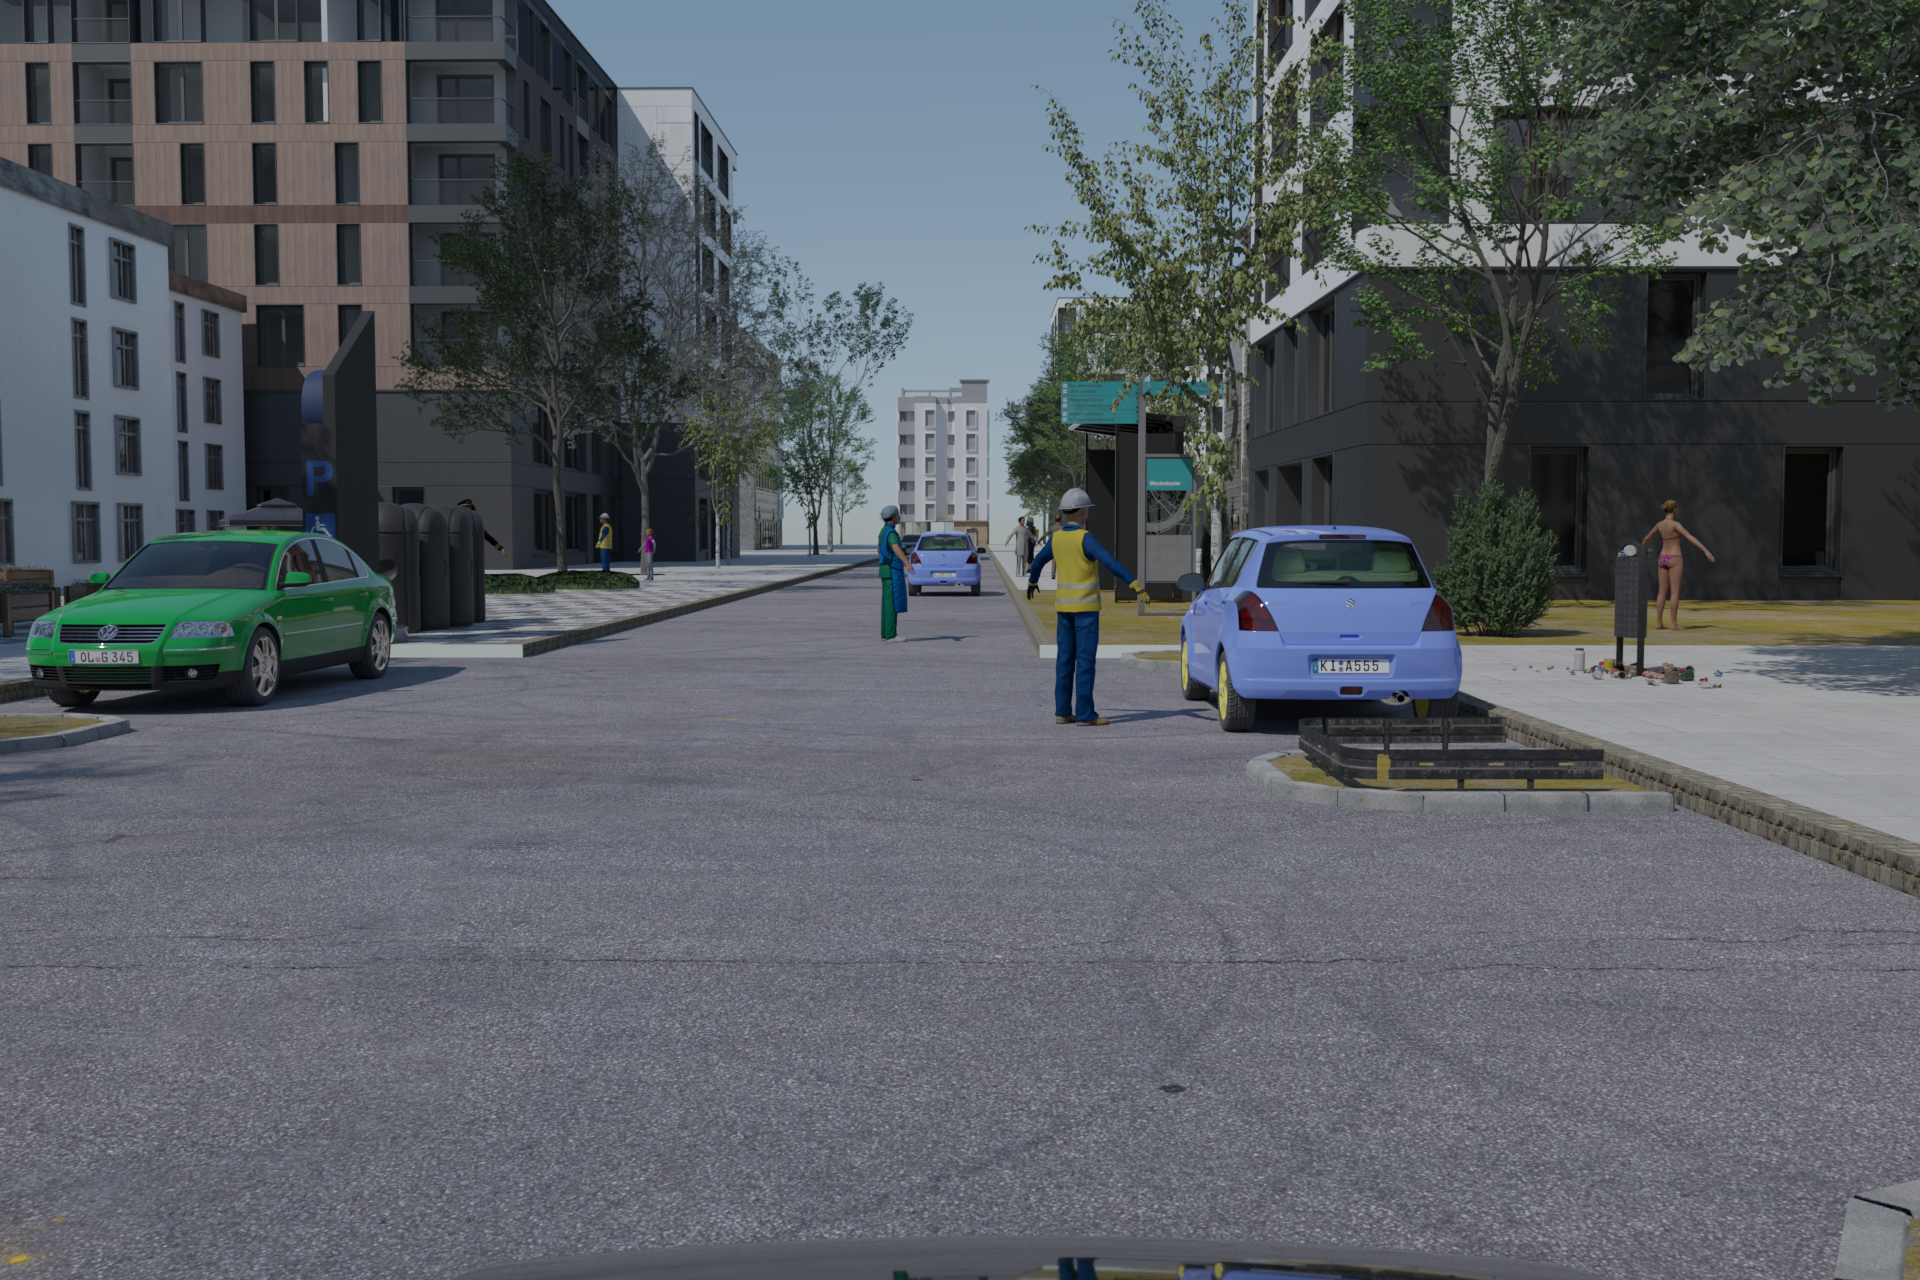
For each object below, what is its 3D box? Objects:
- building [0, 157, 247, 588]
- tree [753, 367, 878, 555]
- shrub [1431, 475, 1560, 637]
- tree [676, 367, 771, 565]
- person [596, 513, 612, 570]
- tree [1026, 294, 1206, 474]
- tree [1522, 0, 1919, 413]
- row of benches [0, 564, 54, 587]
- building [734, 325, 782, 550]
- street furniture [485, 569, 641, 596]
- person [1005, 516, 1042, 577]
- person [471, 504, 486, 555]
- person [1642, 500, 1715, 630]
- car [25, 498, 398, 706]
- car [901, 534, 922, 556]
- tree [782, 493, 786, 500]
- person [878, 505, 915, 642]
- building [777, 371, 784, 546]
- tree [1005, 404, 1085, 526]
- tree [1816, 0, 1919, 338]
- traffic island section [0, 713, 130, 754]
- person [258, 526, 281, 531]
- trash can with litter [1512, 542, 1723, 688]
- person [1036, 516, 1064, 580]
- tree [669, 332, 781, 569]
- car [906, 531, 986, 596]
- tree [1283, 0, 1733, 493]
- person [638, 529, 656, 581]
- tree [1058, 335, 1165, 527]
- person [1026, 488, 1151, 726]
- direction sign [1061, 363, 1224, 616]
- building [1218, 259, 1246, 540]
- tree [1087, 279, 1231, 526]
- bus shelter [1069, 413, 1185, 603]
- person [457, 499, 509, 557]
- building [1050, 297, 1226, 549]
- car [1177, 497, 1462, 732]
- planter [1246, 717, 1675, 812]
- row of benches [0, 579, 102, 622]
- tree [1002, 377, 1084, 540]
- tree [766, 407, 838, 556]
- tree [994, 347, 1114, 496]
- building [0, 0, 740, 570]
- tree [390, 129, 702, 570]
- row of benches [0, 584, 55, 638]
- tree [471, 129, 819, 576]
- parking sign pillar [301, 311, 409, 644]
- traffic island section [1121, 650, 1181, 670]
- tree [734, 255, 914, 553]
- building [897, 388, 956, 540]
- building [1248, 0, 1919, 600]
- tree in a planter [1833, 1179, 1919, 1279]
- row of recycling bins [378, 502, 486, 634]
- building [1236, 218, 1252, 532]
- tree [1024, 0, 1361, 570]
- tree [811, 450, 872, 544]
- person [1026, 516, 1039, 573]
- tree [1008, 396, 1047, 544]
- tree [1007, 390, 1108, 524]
[{"bbox_3d":[-25.856,-6.424,47.179,9.099,9.664,28.070,0,4,0],"label":"building"},{"bbox_3d":[-8.834,-11.064,106.648,9.928,11.665,9.643,0,3,0],"label":"tree"},{"bbox_3d":[6.715,-1.062,21.784,1.690,2.028,1.600,0,3,0],"label":"shrub"},{"bbox_3d":[-9.506,-7.379,71.010,4.360,8.622,3.978,0,3,0],"label":"tree"},{"bbox_3d":[-9.477,-2.456,46.129,0.705,1.833,1.349,0,4,-3],"label":"person"},{"bbox_3d":[6.608,-9.056,73.822,9.928,11.665,9.643,0,3,0],"label":"tree"},{"bbox_3d":[8.624,-6.503,12.987,9.857,13.997,8.962,0,3,0],"label":"tree"},{"bbox_3d":[-19.933,-1.141,34.121,1.422,0.672,4.104,2,4,27],"label":"row of benches"},{"bbox_3d":[-25.378,-19.197,144.804,19.493,23.208,18.063,0,3,0],"label":"building"},{"bbox_3d":[-12.237,-1.387,38.303,10.072,0.657,5.734,0,4,-7],"label":"street furniture"},{"bbox_3d":[1.870,-2.796,51.896,1.347,1.806,0.705,-2,4,-34],"label":"person"},{"bbox_3d":[-8.698,-1.508,30.807,0.704,1.843,1.345,-2,4,-28],"label":"person"},{"bbox_3d":[9.562,-1.002,23.189,0.721,1.733,1.217,-2,4,-26],"label":"person"},{"bbox_3d":[-6.643,-0.429,15.811,1.959,1.807,4.718,0,4,1],"label":"car"},{"bbox_3d":[-2.776,-5.760,103.955,2.009,1.686,4.222,0,4,0],"label":"car"},{"bbox_3d":[-23.176,-16.172,214.770,4.360,8.622,3.978,0,3,0],"label":"tree"},{"bbox_3d":[-0.893,-0.889,23.116,0.704,1.817,1.347,-1,4,-18],"label":"person"},{"bbox_3d":[-24.926,-19.856,181.070,16.016,20.090,11.380,0,4,1],"label":"building"},{"bbox_3d":[6.382,-10.903,112.680,7.601,10.594,8.767,0,4,-5],"label":"tree"},{"bbox_3d":[17.738,-6.234,27.677,9.928,11.665,9.643,0,3,0],"label":"tree"},{"bbox_3d":[-6.999,0.662,12.049,1.991,0.108,1.994,0,4,0],"label":"traffic island section"},{"bbox_3d":[-17.421,-2.329,43.843,1.354,1.858,0.705,1,4,10],"label":"person"},{"bbox_3d":[6.023,-0.268,15.437,1.678,1.210,2.233,0,4,0],"label":"trash can with litter"},{"bbox_3d":[2.776,-2.607,48.902,1.348,1.796,0.705,1,4,18],"label":"person"},{"bbox_3d":[-8.720,-6.945,63.908,4.737,8.622,4.395,0,3,0],"label":"tree"},{"bbox_3d":[-0.342,-1.930,41.149,1.945,1.707,3.694,0,4,1],"label":"car"},{"bbox_3d":[8.958,-6.281,28.442,9.928,11.665,9.643,0,3,0],"label":"tree"},{"bbox_3d":[-8.617,-2.353,47.732,0.599,1.433,0.991,-2,4,-35],"label":"person"},{"bbox_3d":[5.665,-6.966,64.259,4.360,8.622,3.978,0,3,0],"label":"tree"},{"bbox_3d":[0.935,-0.253,13.053,0.721,1.772,1.216,-3,5,-44],"label":"person"},{"bbox_3d":[2.837,-2.309,26.522,2.525,3.948,1.411,0,4,1],"label":"direction sign"},{"bbox_3d":[25.359,-16.293,97.312,19.493,23.208,18.063,0,4,1],"label":"building"},{"bbox_3d":[5.621,-6.070,49.604,4.737,8.622,4.395,0,3,0],"label":"tree"},{"bbox_3d":[3.323,-2.686,35.203,1.731,3.624,6.357,0,4,-1],"label":"bus shelter"},{"bbox_3d":[-7.837,-1.320,27.511,1.347,1.837,0.705,-3,5,-41],"label":"person"},{"bbox_3d":[22.491,-19.685,165.820,27.936,21.610,32.646,0,4,0],"label":"building"},{"bbox_3d":[2.749,-0.260,13.841,1.945,1.707,3.694,0,4,1],"label":"car"},{"bbox_3d":[2.693,0.686,9.921,1.991,0.319,1.994,0,3,0],"label":"planter"},{"bbox_3d":[-12.290,-0.579,24.923,1.422,0.672,4.104,2,4,35],"label":"row of benches"},{"bbox_3d":[6.641,-12.614,124.369,7.486,12.596,7.792,0,3,0],"label":"tree"},{"bbox_3d":[-8.829,-9.099,99.139,4.737,8.622,4.395,0,3,0],"label":"tree"},{"bbox_3d":[5.795,-9.312,86.666,7.601,10.594,8.767,2,4,27],"label":"tree"},{"bbox_3d":[-26.180,-14.292,77.642,27.936,21.610,32.646,0,4,1],"label":"building"},{"bbox_3d":[-9.782,-6.517,40.967,7.601,10.594,8.767,-2,4,-26],"label":"tree"},{"bbox_3d":[-12.111,-0.302,20.405,1.422,0.672,4.104,0,4,2],"label":"row of benches"},{"bbox_3d":[-9.779,-8.748,53.396,12.009,13.543,11.850,0,3,0],"label":"tree"},{"bbox_3d":[-7.281,-1.951,20.366,1.447,3.967,1.447,0,4,2],"label":"parking sign pillar"},{"bbox_3d":[2.799,0.228,19.131,1.991,0.108,1.994,0,4,1],"label":"traffic island section"},{"bbox_3d":[-10.378,-16.123,119.495,12.611,20.169,13.585,0,3,0],"label":"tree"},{"bbox_3d":[-7.516,-21.864,216.357,11.380,20.090,16.016,0,4,7],"label":"building"},{"bbox_3d":[21.839,-12.547,49.121,27.936,21.610,32.646,0,4,0],"label":"building"},{"bbox_3d":[2.562,-0.331,2.633,1.991,3.239,1.994,0,4,0],"label":"tree in a planter"},{"bbox_3d":[-7.329,-1.017,23.744,1.069,1.692,3.534,0,4,2],"label":"row of recycling bins"},{"bbox_3d":[23.609,-15.167,78.903,19.493,23.208,18.063,0,4,0],"label":"building"},{"bbox_3d":[3.057,-4.380,21.971,4.737,8.622,4.395,0,3,0],"label":"tree"},{"bbox_3d":[-14.890,-17.682,214.858,9.928,11.665,9.643,0,3,0],"label":"tree"},{"bbox_3d":[2.275,-3.113,56.678,0.705,1.856,1.354,1,4,22],"label":"person"},{"bbox_3d":[11.658,-22.199,218.844,12.611,20.169,13.585,0,3,0],"label":"tree"},{"bbox_3d":[6.388,-10.001,97.930,7.601,10.594,8.767,-3,5,-45],"label":"tree"}]
